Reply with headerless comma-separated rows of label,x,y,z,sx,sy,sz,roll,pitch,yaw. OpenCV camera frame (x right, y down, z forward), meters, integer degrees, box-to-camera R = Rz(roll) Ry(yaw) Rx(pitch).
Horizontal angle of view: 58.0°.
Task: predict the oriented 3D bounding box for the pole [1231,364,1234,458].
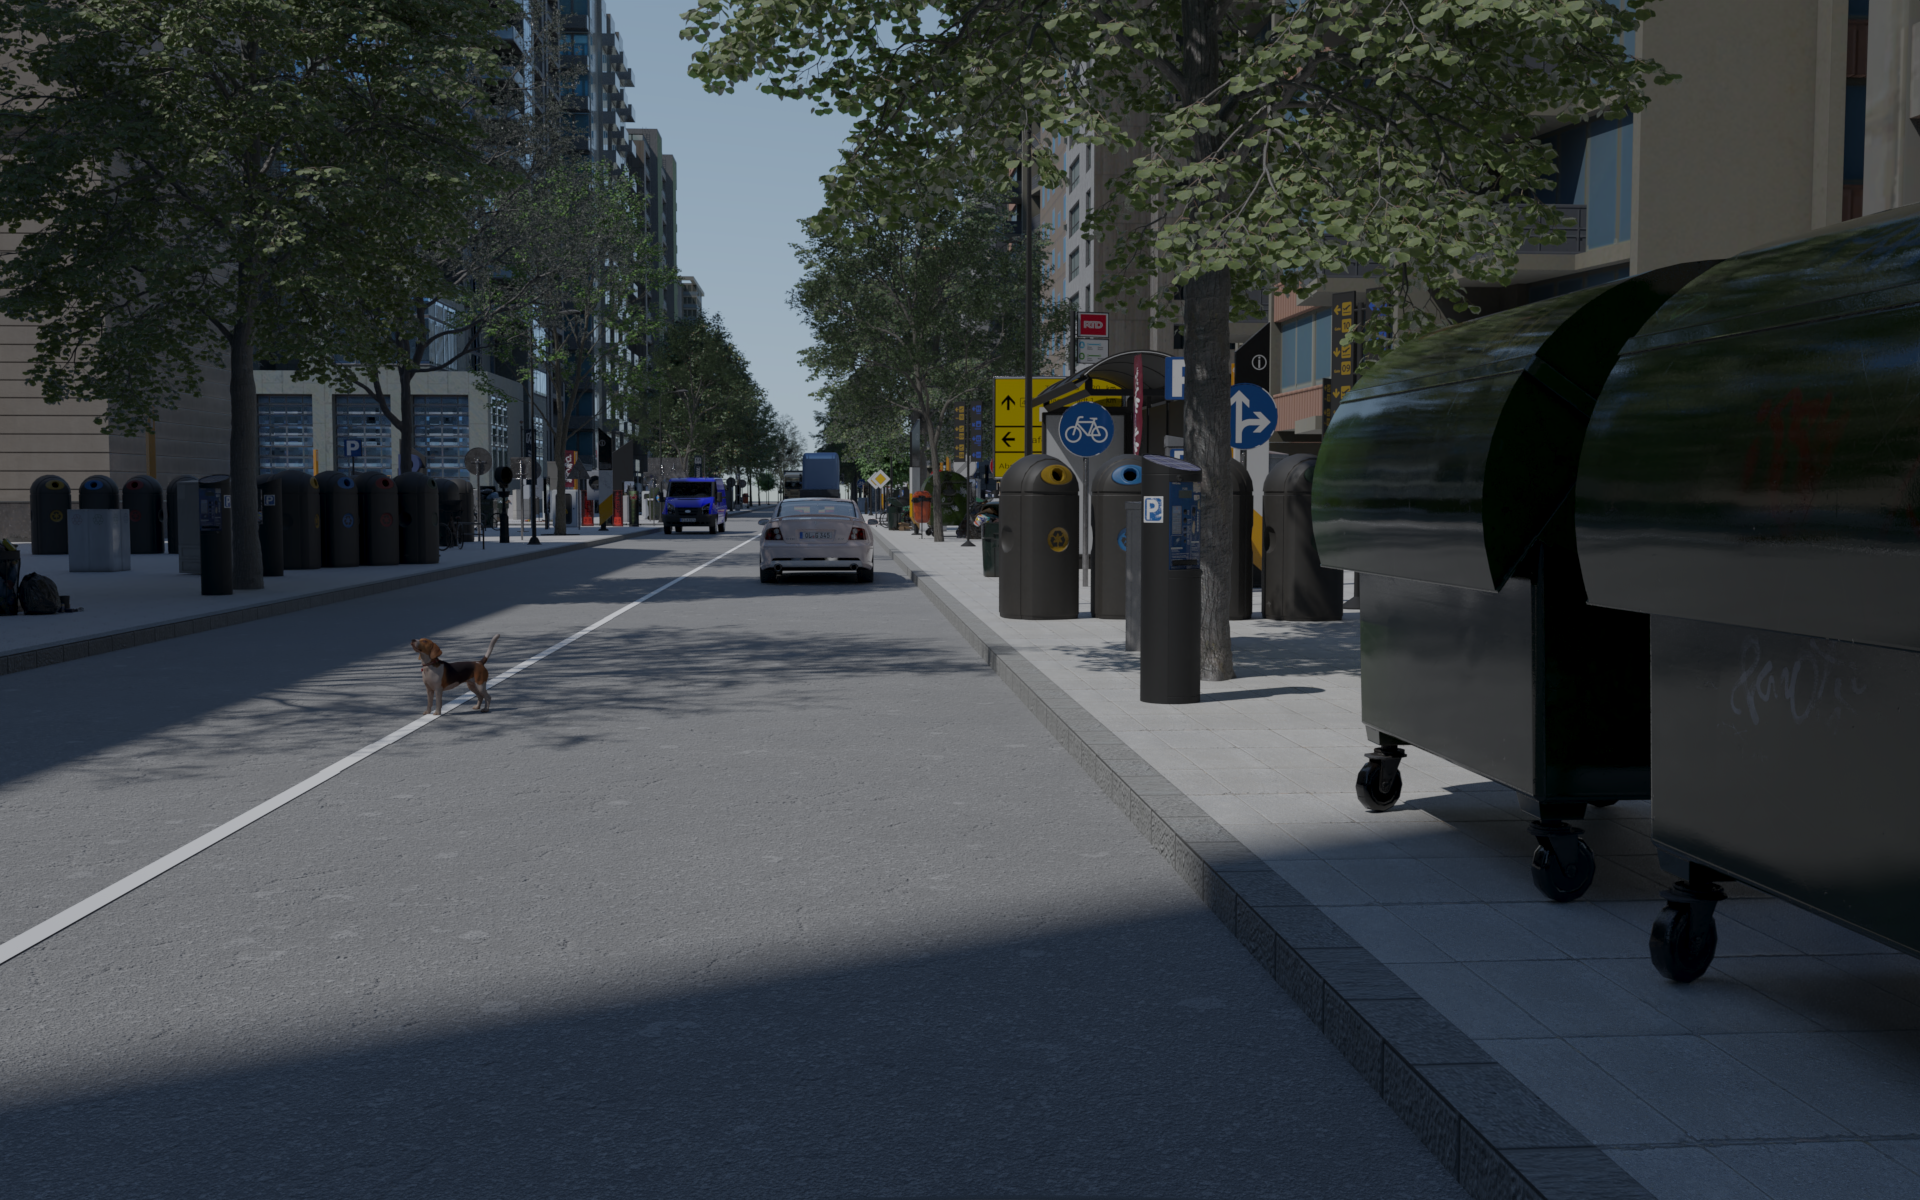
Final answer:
pole,4.334,-2.037,27.152,0.158,3.312,0.155,0,3,0

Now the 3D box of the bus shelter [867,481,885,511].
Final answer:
bus shelter,-6.470,-9.758,137.182,2.179,5.291,8.768,0,4,-4

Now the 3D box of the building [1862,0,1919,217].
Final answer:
building,23.220,-23.740,11.853,21.300,48.544,21.600,0,4,-4

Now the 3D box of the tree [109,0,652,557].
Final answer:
tree,-11.289,-7.605,34.707,12.009,13.543,11.850,0,3,0

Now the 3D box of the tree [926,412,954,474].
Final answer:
tree,-1.392,-11.400,136.753,4.360,8.622,3.978,0,3,0

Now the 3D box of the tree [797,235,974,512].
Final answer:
tree,-4.966,-16.432,124.558,12.611,20.169,13.585,0,3,0

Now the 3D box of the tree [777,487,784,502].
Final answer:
tree,-30.029,-18.034,289.463,1.663,3.219,1.824,0,3,0

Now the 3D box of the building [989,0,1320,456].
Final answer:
building,13.686,-29.644,139.309,22.147,44.769,28.867,0,4,-4

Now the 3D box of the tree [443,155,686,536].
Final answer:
tree,-12.238,-7.789,53.107,9.928,11.665,9.643,0,3,0

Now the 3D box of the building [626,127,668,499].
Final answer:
building,-39.870,-30.840,187.833,14.154,41.232,14.086,0,4,-4

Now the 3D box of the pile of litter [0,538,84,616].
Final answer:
pile of litter,-10.320,-0.274,18.441,1.719,0.858,1.176,-1,4,-21

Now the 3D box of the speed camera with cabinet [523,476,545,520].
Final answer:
speed camera with cabinet,-19.656,-5.360,81.978,0.660,3.252,2.038,3,5,43

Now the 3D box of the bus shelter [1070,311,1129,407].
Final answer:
bus shelter,2.390,-3.551,35.683,2.179,5.291,8.768,0,4,-4

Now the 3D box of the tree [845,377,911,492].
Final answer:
tree,-3.645,-8.589,90.792,4.737,8.622,4.395,0,3,0

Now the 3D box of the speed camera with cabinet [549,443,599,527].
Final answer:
speed camera with cabinet,-14.645,-4.428,66.727,2.038,3.252,0.660,0,4,5

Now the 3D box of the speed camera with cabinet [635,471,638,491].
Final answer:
speed camera with cabinet,-27.875,-9.290,146.228,2.038,3.252,0.660,2,4,27

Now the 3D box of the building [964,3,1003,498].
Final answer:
building,10.860,-39.009,179.793,21.231,58.520,28.212,0,4,-4

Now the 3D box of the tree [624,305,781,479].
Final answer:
tree,-15.877,-11.535,105.612,9.611,12.733,9.660,0,3,0

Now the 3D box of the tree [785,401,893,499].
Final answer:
tree,-9.026,-14.239,158.558,9.928,11.665,9.643,0,3,0

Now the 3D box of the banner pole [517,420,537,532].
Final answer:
banner pole,-14.613,-4.190,58.525,0.863,3.779,0.401,2,4,26

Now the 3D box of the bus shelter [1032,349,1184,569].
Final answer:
bus shelter,2.357,-2.024,27.024,2.014,3.302,5.546,0,4,-4

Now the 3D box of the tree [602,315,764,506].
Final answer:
tree,-14.719,-9.586,91.147,8.767,10.594,7.601,0,4,-3

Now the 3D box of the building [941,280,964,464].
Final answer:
building,9.647,-35.516,272.566,32.217,40.220,23.993,0,4,-4

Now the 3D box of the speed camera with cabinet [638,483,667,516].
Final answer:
speed camera with cabinet,-17.255,-6.434,99.528,2.038,3.252,0.660,1,4,18

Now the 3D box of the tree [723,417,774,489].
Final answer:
tree,-17.965,-11.469,137.885,4.360,8.622,3.978,0,3,0

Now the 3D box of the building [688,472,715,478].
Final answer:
building,-51.025,-25.324,259.088,27.650,21.520,28.899,0,4,-4

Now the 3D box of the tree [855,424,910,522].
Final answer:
tree,-3.299,-5.924,80.564,4.285,4.588,4.351,0,3,0

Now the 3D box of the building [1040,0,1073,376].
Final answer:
building,12.794,-28.108,109.670,14.600,45.320,14.200,0,4,-4

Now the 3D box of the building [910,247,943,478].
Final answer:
building,2.610,-39.373,298.366,22.147,44.769,28.867,0,4,-4

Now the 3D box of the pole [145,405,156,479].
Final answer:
pole,-18.609,-2.815,39.866,0.158,3.312,0.155,0,3,0

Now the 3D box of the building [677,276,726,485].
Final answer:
building,-55.187,-36.271,284.909,32.217,40.220,23.993,0,4,-4

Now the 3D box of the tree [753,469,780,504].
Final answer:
tree,-25.185,-14.753,224.929,4.285,4.588,4.351,0,3,0

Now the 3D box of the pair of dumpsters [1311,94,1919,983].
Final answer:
pair of dumpsters,2.372,-0.152,4.973,1.574,2.255,4.437,0,4,-4

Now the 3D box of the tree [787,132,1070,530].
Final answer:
tree,-1.293,-9.461,61.346,9.857,13.997,8.962,0,3,0

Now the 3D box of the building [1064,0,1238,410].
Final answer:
building,13.564,-19.807,95.543,14.107,30.474,14.160,0,4,-4

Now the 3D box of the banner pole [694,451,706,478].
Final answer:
banner pole,-14.789,-6.658,98.870,0.863,3.779,0.401,-2,4,-31

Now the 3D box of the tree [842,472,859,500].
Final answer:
tree,-14.897,-19.689,238.919,9.611,12.733,9.660,0,3,0

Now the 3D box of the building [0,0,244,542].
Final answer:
building,-35.121,-15.477,50.306,25.104,27.353,12.463,0,4,-4

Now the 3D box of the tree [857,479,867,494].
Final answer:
tree,-12.550,-13.763,219.619,1.663,3.219,1.824,0,3,0

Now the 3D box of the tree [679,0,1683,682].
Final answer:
tree,1.532,-5.748,12.112,7.486,12.596,7.792,0,3,0

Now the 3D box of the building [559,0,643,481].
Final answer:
building,-42.913,-33.363,165.085,23.786,49.044,30.456,0,4,-4

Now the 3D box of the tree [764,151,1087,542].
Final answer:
tree,-0.554,-6.856,46.502,8.767,10.594,7.601,0,4,-3

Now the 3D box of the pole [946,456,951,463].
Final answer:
pole,-0.541,-5.408,82.263,0.158,3.312,0.155,0,3,0

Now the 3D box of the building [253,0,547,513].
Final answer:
building,-37.061,-48.358,103.333,22.319,86.520,31.000,0,4,-4

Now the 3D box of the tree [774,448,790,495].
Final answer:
tree,-25.483,-17.843,242.092,4.360,8.622,3.978,0,3,0

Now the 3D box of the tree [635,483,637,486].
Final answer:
tree,-27.623,-9.056,142.674,1.663,3.219,1.824,0,3,0

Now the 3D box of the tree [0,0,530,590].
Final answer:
tree,-9.224,-6.415,23.018,7.486,12.596,7.792,0,3,0

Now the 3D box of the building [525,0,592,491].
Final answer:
building,-40.537,-42.760,137.380,20.563,71.187,20.611,0,4,-4

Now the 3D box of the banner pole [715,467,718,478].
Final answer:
banner pole,-16.074,-7.647,115.045,0.401,3.779,0.863,-3,4,-36

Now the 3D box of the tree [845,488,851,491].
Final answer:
tree,-15.393,-18.562,253.855,4.360,8.622,3.978,0,3,0

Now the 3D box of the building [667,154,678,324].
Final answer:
building,-40.559,-31.714,202.120,14.154,41.232,14.086,0,4,-4

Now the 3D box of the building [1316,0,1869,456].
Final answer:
building,18.324,-23.868,44.872,22.147,44.769,28.867,0,4,-4

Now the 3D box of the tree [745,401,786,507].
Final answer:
tree,-21.601,-15.370,177.048,9.928,11.665,9.643,0,3,0

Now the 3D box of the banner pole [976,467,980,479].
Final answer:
banner pole,1.356,-9.189,140.250,0.401,3.779,0.863,-3,4,-36
